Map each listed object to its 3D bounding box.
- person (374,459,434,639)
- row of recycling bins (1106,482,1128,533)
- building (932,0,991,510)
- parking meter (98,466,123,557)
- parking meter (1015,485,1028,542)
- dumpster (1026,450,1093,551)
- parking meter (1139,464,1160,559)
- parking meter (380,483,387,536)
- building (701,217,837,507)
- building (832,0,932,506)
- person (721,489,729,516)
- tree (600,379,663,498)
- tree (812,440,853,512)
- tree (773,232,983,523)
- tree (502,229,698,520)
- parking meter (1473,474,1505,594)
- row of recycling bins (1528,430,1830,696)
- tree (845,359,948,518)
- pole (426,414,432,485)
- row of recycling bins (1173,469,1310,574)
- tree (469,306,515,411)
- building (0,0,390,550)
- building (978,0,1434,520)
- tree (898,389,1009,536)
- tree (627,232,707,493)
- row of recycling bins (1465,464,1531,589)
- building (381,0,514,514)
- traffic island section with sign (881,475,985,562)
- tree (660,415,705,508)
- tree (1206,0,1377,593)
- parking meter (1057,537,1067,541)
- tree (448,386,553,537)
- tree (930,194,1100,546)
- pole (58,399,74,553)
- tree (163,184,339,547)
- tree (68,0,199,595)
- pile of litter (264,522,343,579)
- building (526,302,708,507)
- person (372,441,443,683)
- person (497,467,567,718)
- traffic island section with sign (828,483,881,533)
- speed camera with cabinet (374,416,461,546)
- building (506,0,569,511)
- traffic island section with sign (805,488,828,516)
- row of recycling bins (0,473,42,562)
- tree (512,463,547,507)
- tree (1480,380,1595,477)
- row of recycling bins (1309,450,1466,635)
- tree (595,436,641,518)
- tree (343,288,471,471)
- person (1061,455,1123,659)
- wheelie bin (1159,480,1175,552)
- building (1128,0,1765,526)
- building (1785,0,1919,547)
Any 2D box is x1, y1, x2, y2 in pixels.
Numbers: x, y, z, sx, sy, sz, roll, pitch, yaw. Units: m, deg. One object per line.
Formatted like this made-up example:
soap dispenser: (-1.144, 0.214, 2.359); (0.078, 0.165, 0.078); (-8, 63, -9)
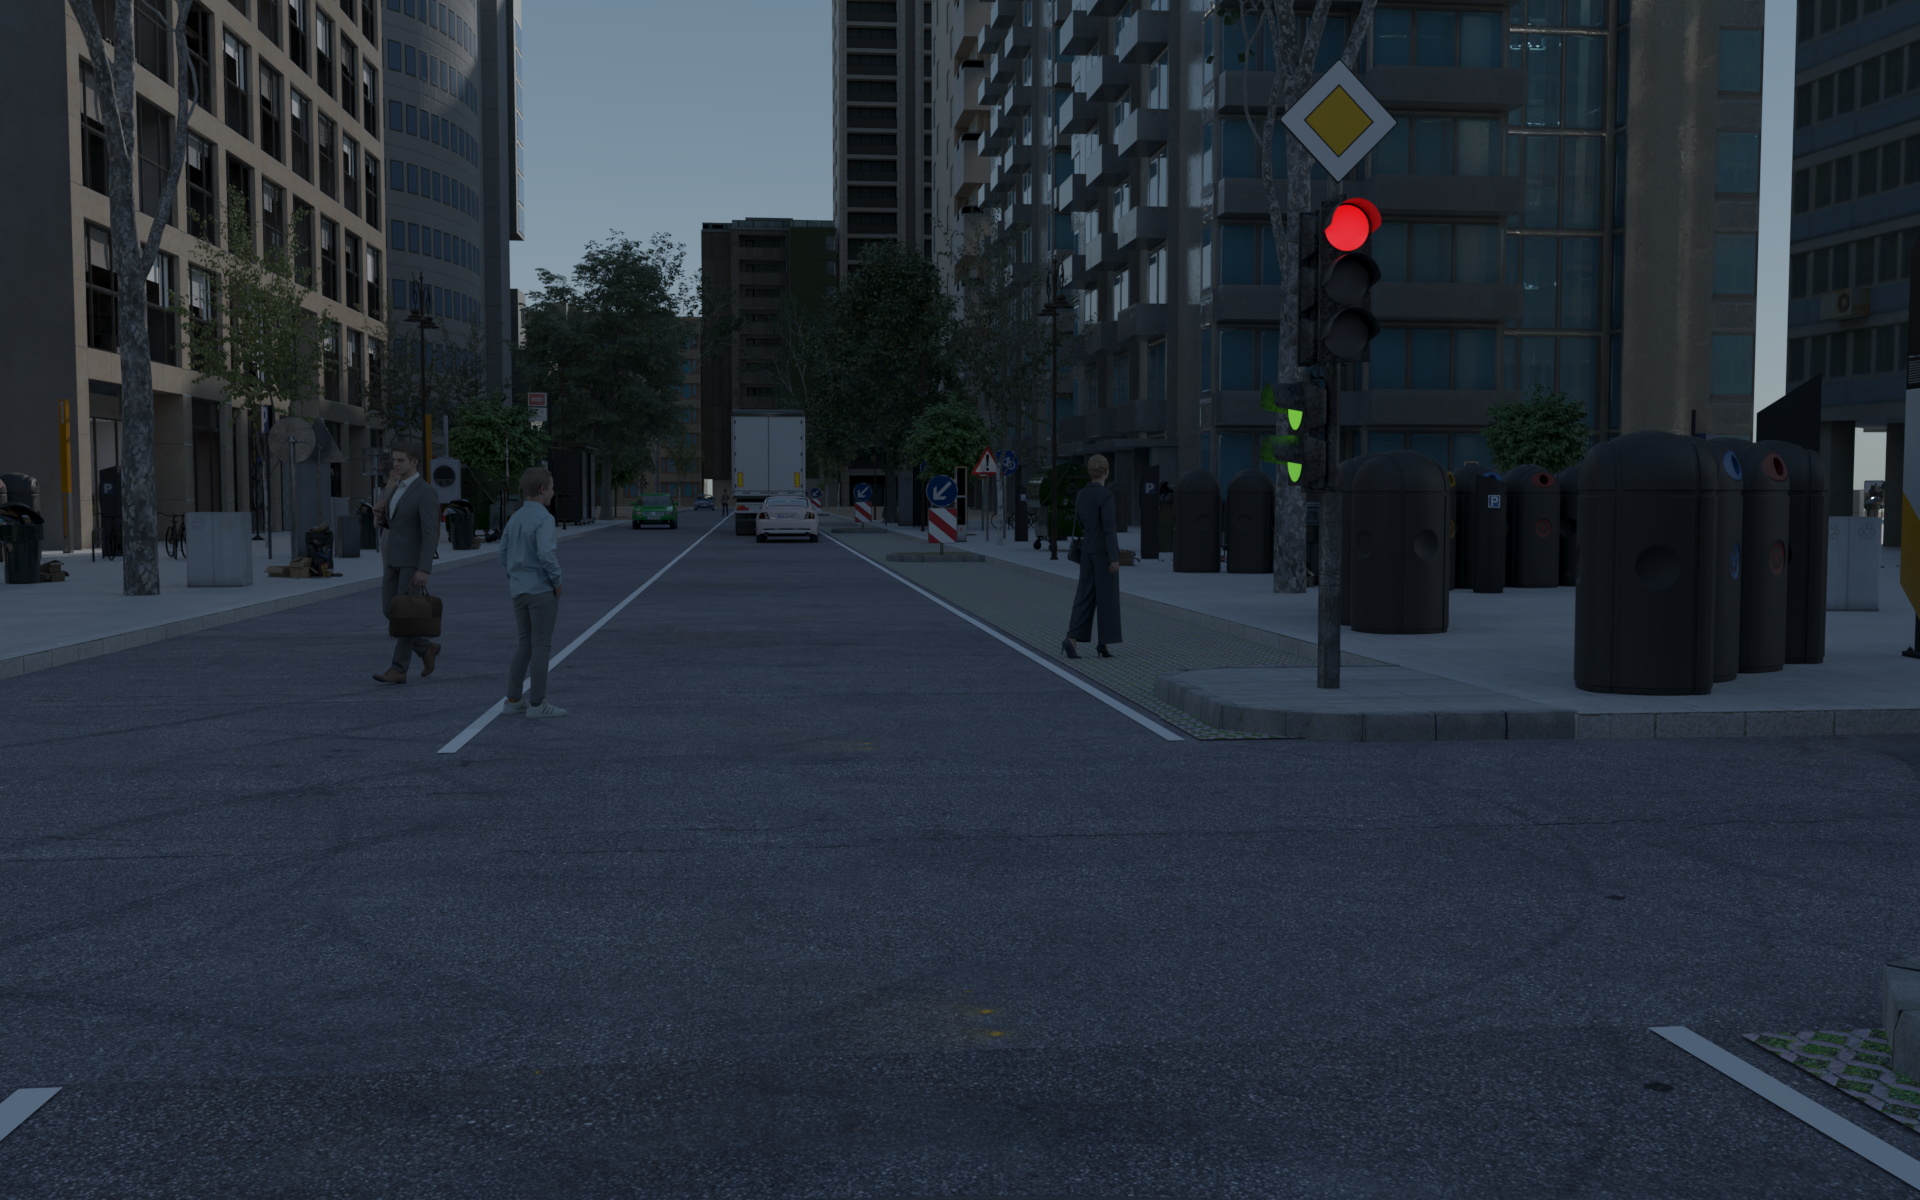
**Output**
person: (-5.533, -0.510, 17.185); (0.599, 1.781, 0.374); (3, 5, 42)
row of recycling bins: (4.288, -3.164, 58.838); (1.069, 1.692, 3.534); (-3, 5, -42)
building: (12.330, -33.823, 142.241); (28.713, 52.752, 27.495); (0, 4, -7)
parking meter: (-17.413, -1.824, 35.531); (0.399, 1.863, 0.255); (0, 4, 3)
parking meter: (1.664, -2.352, 46.862); (0.372, 1.533, 0.369); (0, 3, 0)
dumpster: (2.369, -2.235, 39.036); (1.502, 2.255, 1.985); (0, 4, -7)
parking meter: (3.734, -1.742, 34.190); (0.399, 1.863, 0.255); (1, 4, 9)
parking meter: (-12.817, -1.866, 38.923); (0.372, 1.533, 0.369); (0, 3, 0)
building: (-20.301, -25.204, 183.786); (14.107, 30.474, 14.160); (0, 4, -7)
building: (-3.189, -45.869, 188.205); (20.611, 71.187, 20.563); (0, 4, -7)
person: (-15.268, -6.313, 112.244); (0.617, 1.759, 0.750); (-1, 4, -21)
tree: (-20.328, -9.673, 108.515); (4.360, 8.622, 3.978); (0, 3, 0)
tree: (-11.324, -12.168, 149.315); (4.737, 8.622, 4.395); (0, 3, 0)
tree: (-3.098, -9.733, 76.138); (9.611, 12.733, 9.660); (0, 3, 0)
tree: (-17.452, -10.911, 85.046); (9.857, 13.997, 8.962); (0, 3, 0)
parking meter: (6.862, -0.859, 22.462); (0.372, 1.533, 0.369); (0, 3, 0)
row of recycling bins: (5.317, -0.322, 12.376); (1.069, 1.692, 3.534); (3, 5, 41)
tree: (-3.735, -9.661, 92.372); (7.601, 10.594, 8.767); (1, 4, 21)
pole: (-13.637, -3.093, 44.411); (0.158, 3.312, 0.155); (0, 3, 0)
row of recycling bins: (5.205, -1.282, 28.072); (3.534, 1.692, 1.069); (1, 4, 16)
tree: (-19.603, -7.212, 68.273); (4.360, 8.622, 3.978); (0, 3, 0)
building: (-31.623, -15.293, 54.559); (19.350, 26.468, 34.151); (0, 4, -7)
building: (13.202, -30.144, 112.459); (23.786, 49.044, 30.456); (0, 4, -7)
tree: (-0.284, -4.288, 53.818); (4.285, 4.588, 4.351); (0, 3, 0)
tree: (-20.540, -16.349, 123.195); (12.611, 20.169, 13.585); (0, 3, 0)
row of recycling bins: (7.412, -1.018, 23.752); (3.534, 1.692, 1.069); (-1, 4, -22)
building: (-37.736, -33.854, 95.517); (21.231, 58.520, 28.212); (0, 4, -7)
traffic island section with sign: (-0.568, -1.738, 37.043); (1.989, 1.847, 2.006); (0, 4, -7)
tree: (-25.792, -12.850, 160.462); (4.737, 8.622, 4.395); (0, 3, 0)
tree: (5.777, -10.156, 21.943); (12.611, 20.169, 13.585); (0, 3, 0)
parking meter: (2.770, -2.397, 47.595); (0.372, 1.533, 0.369); (0, 3, 0)
tree: (-14.088, -4.221, 52.735); (4.285, 4.588, 4.351); (0, 3, 0)
tree: (1.080, -5.648, 42.700); (4.360, 8.622, 3.978); (0, 3, 0)
pole: (-19.282, -2.661, 37.350); (0.158, 3.312, 0.155); (0, 3, 0)
tree: (-16.652, -5.565, 41.352); (4.737, 8.622, 4.395); (0, 3, 0)
tree: (-11.193, -10.049, 20.198); (12.611, 20.169, 13.585); (0, 3, 0)
pile of litter: (-10.198, -0.792, 26.914); (1.176, 0.858, 1.719); (-1, 4, -14)
building: (-42.429, -20.982, 188.091); (28.899, 21.520, 27.650); (0, 4, -7)
person: (-4.175, -0.289, 13.189); (0.622, 1.834, 0.822); (2, 4, 28)
person: (-2.724, -0.050, 11.134); (0.330, 1.601, 0.589); (-3, 4, -38)
traffic island section with sign: (-3.730, -3.375, 63.813); (1.989, 1.847, 2.006); (0, 4, -7)
speed camera with cabinet: (-13.600, -3.001, 43.404); (2.038, 3.252, 0.660); (-1, 4, -10)
building: (-47.465, -50.422, 137.067); (31.000, 86.520, 22.319); (0, 4, -7)
traffic island section with sign: (-9.525, -6.376, 112.869); (1.989, 1.847, 2.006); (0, 4, -7)
row of recycling bins: (-18.479, -1.531, 32.141); (1.069, 1.692, 3.534); (0, 4, 7)
tree: (-14.785, -3.941, 59.035); (1.663, 3.219, 1.824); (0, 3, 0)
tree: (16.724, -4.063, 50.138); (4.285, 4.588, 4.351); (0, 3, 0)
row of recycling bins: (4.225, -0.633, 17.468); (1.069, 1.692, 3.534); (0, 4, 7)
tree: (-19.016, -6.821, 95.229); (4.285, 4.588, 4.351); (0, 3, 0)
tree: (-19.755, -6.808, 61.681); (4.360, 8.622, 3.978); (0, 3, 0)
person: (1.176, -0.371, 14.981); (0.576, 1.772, 0.534); (2, 4, 33)
wheelie bin: (4.537, -1.859, 38.300); (0.693, 1.594, 0.980); (1, 4, 16)
building: (16.440, -27.609, 71.014); (23.786, 49.044, 30.456); (0, 4, -7)
building: (32.596, -20.821, 32.304); (23.993, 40.220, 32.217); (0, 4, -7)
